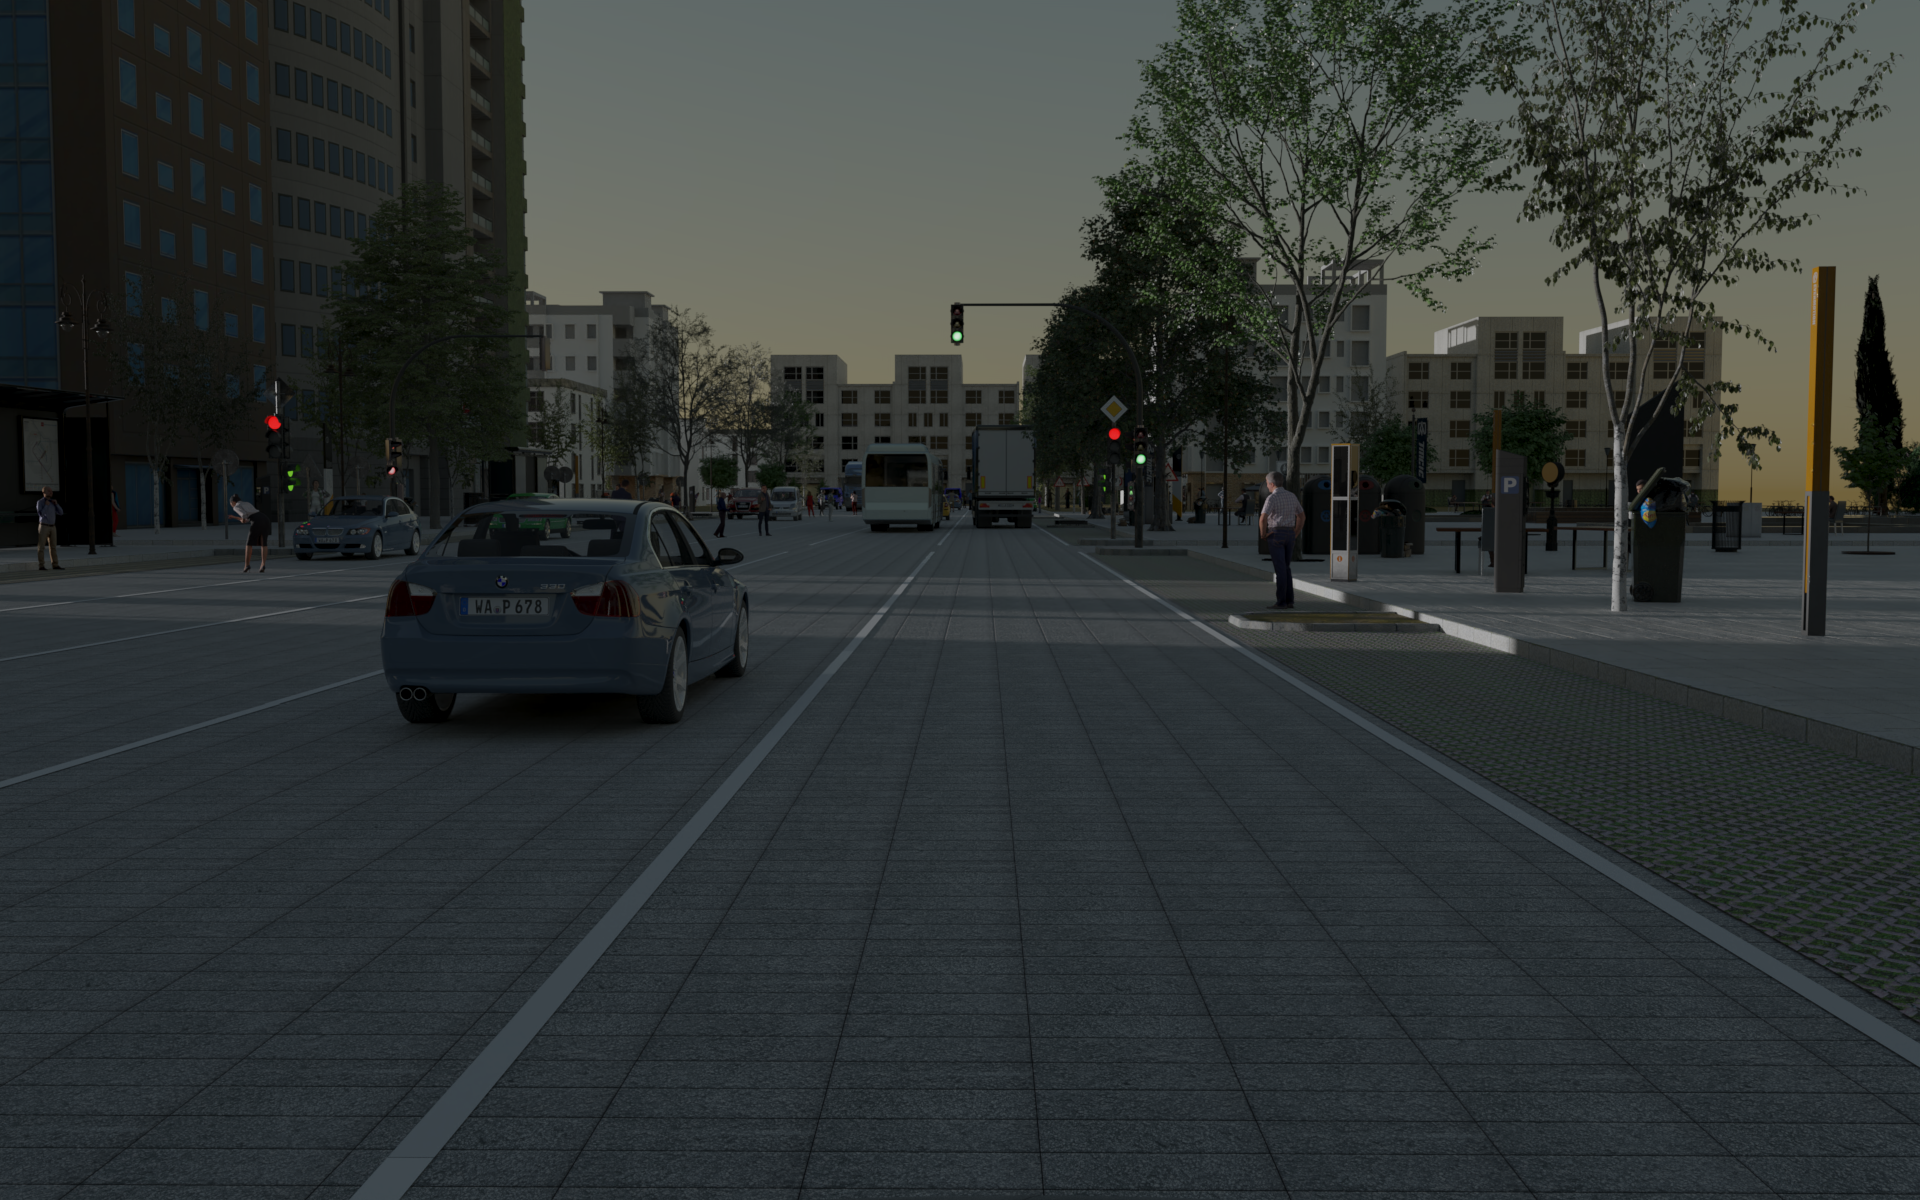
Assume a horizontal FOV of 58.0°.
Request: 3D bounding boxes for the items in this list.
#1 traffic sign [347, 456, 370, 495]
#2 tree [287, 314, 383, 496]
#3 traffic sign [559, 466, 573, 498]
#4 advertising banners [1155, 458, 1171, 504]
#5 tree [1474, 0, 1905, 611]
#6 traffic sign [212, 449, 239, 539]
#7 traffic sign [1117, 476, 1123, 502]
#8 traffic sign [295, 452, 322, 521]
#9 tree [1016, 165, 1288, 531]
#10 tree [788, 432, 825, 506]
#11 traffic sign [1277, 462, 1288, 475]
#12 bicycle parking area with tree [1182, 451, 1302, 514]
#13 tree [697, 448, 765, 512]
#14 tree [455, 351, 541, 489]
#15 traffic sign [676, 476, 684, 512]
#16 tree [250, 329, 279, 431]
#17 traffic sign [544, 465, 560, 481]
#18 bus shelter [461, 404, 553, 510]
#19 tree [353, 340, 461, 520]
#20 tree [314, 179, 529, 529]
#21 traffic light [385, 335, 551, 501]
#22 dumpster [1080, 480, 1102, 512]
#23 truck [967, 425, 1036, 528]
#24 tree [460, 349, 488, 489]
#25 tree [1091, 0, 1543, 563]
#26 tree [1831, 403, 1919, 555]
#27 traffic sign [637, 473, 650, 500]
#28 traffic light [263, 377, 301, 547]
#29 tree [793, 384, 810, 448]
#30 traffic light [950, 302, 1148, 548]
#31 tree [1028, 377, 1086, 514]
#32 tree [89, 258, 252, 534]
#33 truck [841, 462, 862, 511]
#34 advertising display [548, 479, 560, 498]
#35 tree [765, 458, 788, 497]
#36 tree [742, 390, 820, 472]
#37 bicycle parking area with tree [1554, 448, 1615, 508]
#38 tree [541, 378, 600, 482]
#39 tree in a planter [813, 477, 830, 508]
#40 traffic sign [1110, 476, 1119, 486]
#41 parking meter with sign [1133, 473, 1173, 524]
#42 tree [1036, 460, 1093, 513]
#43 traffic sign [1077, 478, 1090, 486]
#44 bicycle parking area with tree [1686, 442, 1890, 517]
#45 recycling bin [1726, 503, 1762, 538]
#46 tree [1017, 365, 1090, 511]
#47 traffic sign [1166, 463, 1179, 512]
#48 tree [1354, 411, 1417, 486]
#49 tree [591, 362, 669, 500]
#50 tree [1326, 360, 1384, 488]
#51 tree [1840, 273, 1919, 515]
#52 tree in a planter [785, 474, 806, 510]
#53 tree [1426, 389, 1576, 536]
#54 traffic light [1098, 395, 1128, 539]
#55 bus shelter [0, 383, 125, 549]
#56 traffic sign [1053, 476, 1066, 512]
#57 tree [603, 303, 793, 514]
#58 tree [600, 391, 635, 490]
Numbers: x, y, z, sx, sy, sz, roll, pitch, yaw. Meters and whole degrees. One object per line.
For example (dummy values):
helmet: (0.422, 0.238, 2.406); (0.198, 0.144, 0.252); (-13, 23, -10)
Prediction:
traffic sign: (-20.043, -3.523, 57.712); (0.768, 2.556, 0.104); (0, 4, 2)
tree: (-25.210, -7.352, 70.564); (4.737, 8.622, 4.395); (0, 3, 0)
traffic sign: (-18.193, -4.871, 79.748); (0.768, 2.556, 0.104); (0, 4, 1)
advertising banners: (9.613, -5.278, 82.485); (0.090, 3.025, 2.074); (-1, 4, -16)
tree: (7.283, -4.169, 18.529); (4.360, 8.622, 3.978); (0, 3, 0)
traffic sign: (-20.791, -2.992, 49.033); (0.768, 2.556, 0.104); (0, 4, 2)
traffic sign: (10.950, -7.374, 120.678); (0.768, 2.556, 0.104); (1, 4, 9)
traffic sign: (-20.330, -3.305, 54.047); (0.884, 2.594, 0.081); (1, 4, 8)
tree: (6.859, -8.729, 59.731); (9.611, 12.733, 9.660); (0, 3, 0)
tree: (-16.949, -14.688, 190.515); (4.360, 8.622, 3.978); (0, 3, 0)
traffic sign: (10.072, -3.147, 53.587); (0.606, 2.300, 0.079); (0, 4, 3)
bicycle parking area with tree: (18.880, -7.920, 116.486); (8.231, 4.147, 9.016); (2, 4, 34)
tree: (-17.295, -8.624, 124.718); (4.285, 4.588, 4.351); (0, 3, 0)
tree: (-24.324, -8.478, 88.985); (4.737, 8.622, 4.395); (0, 3, 0)
traffic sign: (-20.116, -7.624, 124.762); (0.768, 2.556, 0.104); (1, 4, 8)
tree: (-26.806, -6.812, 61.734); (4.360, 8.622, 3.978); (0, 3, 0)
traffic sign: (-18.113, -4.696, 76.892); (0.768, 2.556, 0.104); (0, 4, 6)
bus shelter: (-20.481, -6.129, 77.848); (2.179, 5.291, 8.768); (0, 4, 1)
tree: (-24.670, -7.713, 76.476); (4.360, 8.622, 3.978); (0, 3, 0)
tree: (-19.713, -8.877, 63.262); (7.486, 12.596, 7.792); (0, 3, 0)
traffic light: (-14.113, -4.581, 49.571); (4.771, 5.953, 1.251); (0, 4, 1)
dumpster: (9.295, -7.377, 123.108); (1.502, 2.255, 1.985); (0, 4, 1)
truck: (1.792, -5.308, 75.701); (2.839, 4.237, 11.283); (0, 4, -1)
tree: (-24.328, -8.072, 82.342); (4.360, 8.622, 3.978); (0, 3, 0)
tree: (6.516, -6.542, 32.711); (9.928, 11.665, 9.643); (0, 3, 0)
tree: (19.368, -2.594, 37.018); (1.663, 3.219, 1.824); (0, 3, 0)
traffic sign: (-19.241, -6.436, 105.331); (0.768, 2.556, 0.104); (0, 4, 3)
traffic light: (-16.310, -3.221, 41.579); (0.839, 4.253, 0.868); (0, 4, 1)
tree: (-17.030, -13.939, 138.273); (12.009, 13.543, 11.850); (0, 3, 0)
traffic light: (2.157, -4.070, 41.212); (4.771, 5.953, 1.251); (0, 4, 1)
tree: (7.545, -10.745, 110.095); (7.601, 10.594, 8.767); (0, 4, -5)
tree: (-25.498, -6.419, 55.307); (4.360, 8.622, 3.978); (0, 3, 0)
truck: (-8.118, -9.760, 149.334); (2.967, 4.110, 18.799); (0, 4, 0)
advertising display: (-17.737, -4.306, 75.624); (0.123, 1.923, 0.974); (-3, 4, -37)
tree: (-16.992, -10.543, 156.089); (4.285, 4.588, 4.351); (0, 3, 0)
tree: (-17.569, -14.910, 169.532); (9.928, 11.665, 9.643); (0, 3, 0)
bicycle parking area with tree: (41.811, -7.452, 108.841); (8.231, 4.147, 9.016); (-2, 4, -28)
tree: (-25.915, -9.766, 110.038); (4.737, 8.622, 4.395); (0, 3, 0)
tree in a planter: (-14.223, -11.110, 178.862); (1.991, 3.239, 1.994); (0, 4, 1)
traffic sign: (8.700, -5.856, 97.874); (0.606, 2.300, 0.079); (0, 4, 7)
parking meter with sign: (8.149, -4.726, 73.523); (1.738, 3.016, 0.543); (-1, 4, -12)
tree: (8.057, -10.284, 118.499); (4.737, 8.622, 4.395); (0, 3, 0)
traffic sign: (8.204, -7.067, 115.544); (0.884, 2.594, 0.081); (0, 4, 4)
bicycle parking area with tree: (45.822, -6.675, 96.140); (9.016, 4.147, 8.231); (0, 4, -7)
recycling bin: (23.293, -2.379, 51.449); (0.722, 1.027, 0.722); (0, 4, -8)
tree: (7.849, -13.198, 133.909); (7.486, 12.596, 7.792); (0, 3, 0)
traffic sign: (8.591, -4.378, 71.590); (0.884, 2.594, 0.081); (0, 4, 7)
tree: (17.397, -5.202, 68.774); (4.285, 4.588, 4.351); (0, 3, 0)
tree: (-17.930, -8.882, 95.581); (4.360, 8.622, 3.978); (0, 3, 0)
tree: (22.280, -8.801, 94.263); (4.360, 8.622, 3.978); (0, 3, 0)
tree: (60.686, -12.616, 108.086); (13.155, 14.587, 18.604); (0, 4, 5)
tree in a planter: (-14.580, -9.462, 151.921); (1.991, 3.239, 1.994); (0, 4, 1)
tree: (17.535, -4.309, 54.174); (4.285, 4.588, 4.351); (0, 3, 0)
traffic light: (4.354, -3.694, 49.311); (0.839, 4.253, 0.868); (0, 4, 1)
bus shelter: (-21.138, -2.920, 39.018); (1.731, 3.624, 6.357); (0, 4, 1)
traffic sign: (7.131, -7.590, 124.108); (0.884, 2.594, 0.081); (0, 4, 2)
tree: (-17.682, -12.288, 111.272); (12.009, 13.543, 11.850); (0, 3, 0)
tree: (-24.554, -10.404, 120.475); (4.737, 8.622, 4.395); (0, 3, 0)
